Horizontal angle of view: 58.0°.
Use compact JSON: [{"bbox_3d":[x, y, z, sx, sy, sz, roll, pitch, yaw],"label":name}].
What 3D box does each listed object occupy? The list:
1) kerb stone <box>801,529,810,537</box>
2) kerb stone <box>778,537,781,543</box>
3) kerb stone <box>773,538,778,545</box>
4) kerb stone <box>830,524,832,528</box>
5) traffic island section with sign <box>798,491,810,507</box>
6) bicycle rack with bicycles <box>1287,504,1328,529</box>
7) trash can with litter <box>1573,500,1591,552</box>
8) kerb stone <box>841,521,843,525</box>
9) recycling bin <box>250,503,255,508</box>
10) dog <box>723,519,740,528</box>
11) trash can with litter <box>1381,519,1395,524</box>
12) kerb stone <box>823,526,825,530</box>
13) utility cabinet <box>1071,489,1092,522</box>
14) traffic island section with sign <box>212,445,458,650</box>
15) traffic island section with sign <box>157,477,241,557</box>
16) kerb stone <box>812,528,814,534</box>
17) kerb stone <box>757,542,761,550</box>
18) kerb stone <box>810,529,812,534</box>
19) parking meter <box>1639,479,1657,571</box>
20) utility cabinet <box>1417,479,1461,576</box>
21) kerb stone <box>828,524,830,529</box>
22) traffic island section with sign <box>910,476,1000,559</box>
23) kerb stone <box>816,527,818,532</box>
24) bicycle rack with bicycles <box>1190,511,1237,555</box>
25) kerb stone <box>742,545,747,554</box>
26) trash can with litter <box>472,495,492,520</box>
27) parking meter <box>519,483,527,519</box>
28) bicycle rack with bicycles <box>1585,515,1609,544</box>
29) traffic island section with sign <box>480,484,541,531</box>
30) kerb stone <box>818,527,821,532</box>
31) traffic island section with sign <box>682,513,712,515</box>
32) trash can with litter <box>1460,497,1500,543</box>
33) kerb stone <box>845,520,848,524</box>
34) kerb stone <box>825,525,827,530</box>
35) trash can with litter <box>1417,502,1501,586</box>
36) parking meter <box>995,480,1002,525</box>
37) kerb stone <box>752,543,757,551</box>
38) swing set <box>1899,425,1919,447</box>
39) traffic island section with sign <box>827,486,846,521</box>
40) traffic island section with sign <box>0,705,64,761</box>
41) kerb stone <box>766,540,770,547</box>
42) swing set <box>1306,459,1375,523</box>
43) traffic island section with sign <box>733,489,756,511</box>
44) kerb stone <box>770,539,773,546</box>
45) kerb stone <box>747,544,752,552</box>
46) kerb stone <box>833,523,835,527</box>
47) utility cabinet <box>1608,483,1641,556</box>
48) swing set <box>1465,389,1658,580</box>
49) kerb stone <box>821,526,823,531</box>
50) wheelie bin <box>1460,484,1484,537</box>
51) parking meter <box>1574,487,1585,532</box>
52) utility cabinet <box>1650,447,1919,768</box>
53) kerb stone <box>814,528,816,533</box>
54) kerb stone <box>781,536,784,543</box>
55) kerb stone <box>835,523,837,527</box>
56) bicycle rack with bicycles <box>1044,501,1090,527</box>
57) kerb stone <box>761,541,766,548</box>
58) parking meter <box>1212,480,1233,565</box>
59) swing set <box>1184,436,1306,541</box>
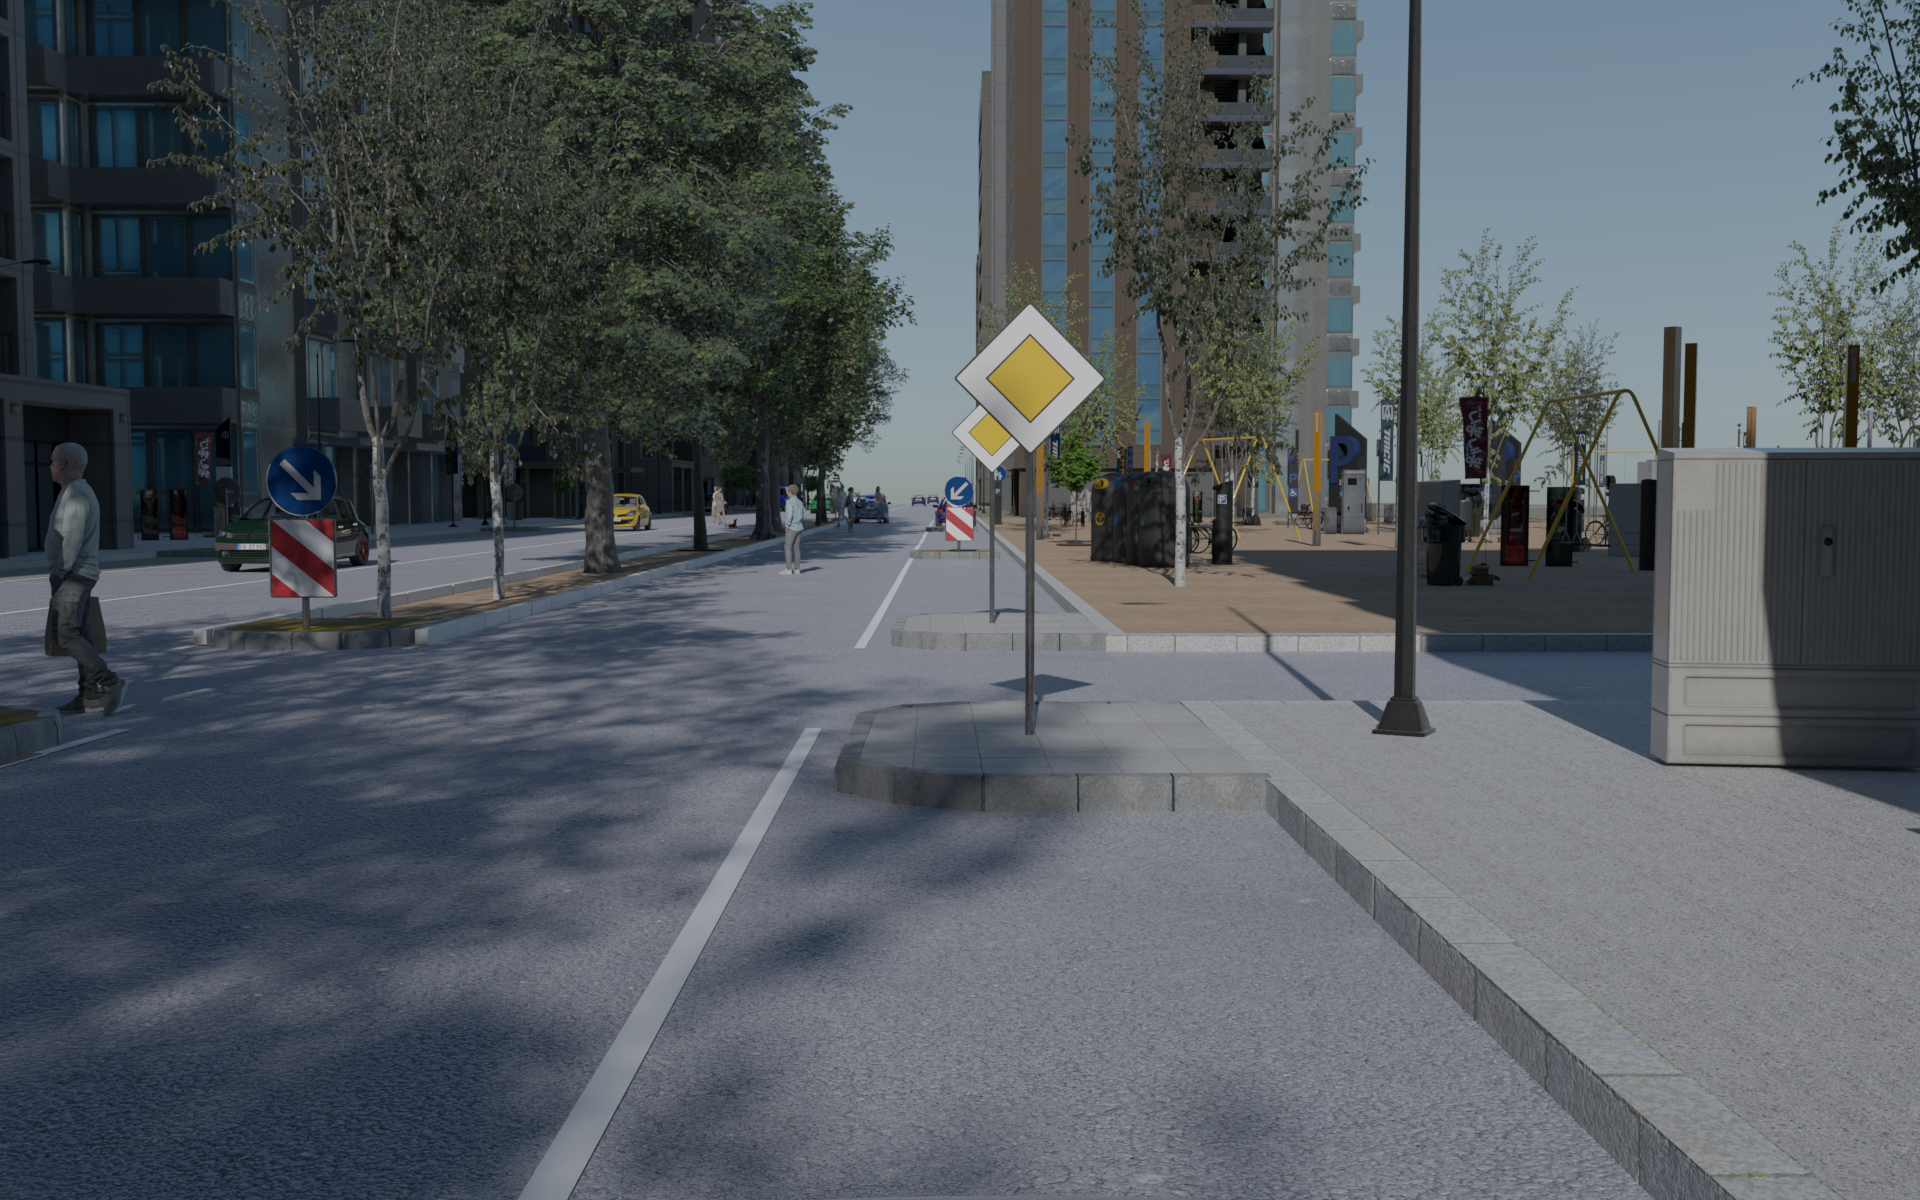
[{"bbox_3d":[-5.391,-2.304,59.917,0.120,0.150,1.000,0,4,0],"label":"kerb stone"},{"bbox_3d":[-5.320,-1.676,49.677,0.120,0.150,1.000,0,4,0],"label":"kerb stone"},{"bbox_3d":[-5.304,-1.618,48.654,0.120,0.150,1.000,0,4,0],"label":"kerb stone"},{"bbox_3d":[-5.470,-2.994,71.224,0.120,0.150,1.000,0,4,0],"label":"kerb stone"},{"bbox_3d":[-18.166,-11.577,197.911,1.989,1.847,2.006,0,4,0],"label":"traffic island section with sign"},{"bbox_3d":[13.629,-3.122,64.420,2.925,0.926,2.852,-1,4,-17],"label":"bicycle rack with bicycles"},{"bbox_3d":[13.654,-1.664,38.600,0.624,1.170,1.055,3,5,40],"label":"trash can with litter"},{"bbox_3d":[-5.510,-3.436,78.411,0.120,0.150,1.000,0,4,0],"label":"kerb stone"},{"bbox_3d":[-19.433,-2.198,48.487,0.722,1.027,0.722,-1,4,-14],"label":"recycling bin"},{"bbox_3d":[-9.578,-3.205,72.600,0.748,0.427,0.550,3,4,38],"label":"dog"},{"bbox_3d":[18.647,-3.858,74.133,1.678,1.210,2.233,1,4,21],"label":"trash can with litter"},{"bbox_3d":[-5.443,-2.747,67.112,0.120,0.150,1.000,0,4,0],"label":"kerb stone"},{"bbox_3d":[5.575,-4.324,79.374,0.318,1.500,1.173,-3,4,-36],"label":"utility cabinet"},{"bbox_3d":[-6.159,-0.533,16.855,2.006,1.907,1.989,0,4,0],"label":"traffic island section with sign"},{"bbox_3d":[-17.107,-1.915,39.941,1.989,1.847,2.006,0,4,0],"label":"traffic island section with sign"},{"bbox_3d":[-5.404,-2.433,61.967,0.120,0.150,1.000,0,4,0],"label":"kerb stone"},{"bbox_3d":[-5.293,-1.367,44.549,0.120,0.150,1.000,0,4,0],"label":"kerb stone"},{"bbox_3d":[-5.394,-2.370,60.944,0.120,0.150,1.000,0,4,0],"label":"kerb stone"},{"bbox_3d":[11.633,-1.267,29.122,0.372,1.533,0.369,0,3,0],"label":"parking meter"},{"bbox_3d":[7.328,-1.099,26.642,0.318,1.500,1.173,0,4,-4],"label":"utility cabinet"},{"bbox_3d":[-5.457,-2.936,70.199,0.120,0.150,1.000,0,4,0],"label":"kerb stone"},{"bbox_3d":[-0.130,-1.857,38.984,1.989,1.847,2.006,0,4,0],"label":"traffic island section with sign"},{"bbox_3d":[-5.429,-2.558,64.022,0.120,0.150,1.000,0,4,0],"label":"kerb stone"},{"bbox_3d":[4.543,-1.465,37.337,2.925,0.926,2.852,0,4,-6],"label":"bicycle rack with bicycles"},{"bbox_3d":[-5.269,-1.174,41.471,0.120,0.150,1.000,0,4,0],"label":"kerb stone"},{"bbox_3d":[-24.009,-4.701,87.920,1.678,1.210,2.233,-2,4,-34],"label":"trash can with litter"},{"bbox_3d":[-22.676,-5.140,89.752,0.399,1.863,0.255,1,4,15],"label":"parking meter"},{"bbox_3d":[16.897,-1.792,42.677,2.925,0.926,2.852,0,4,3],"label":"bicycle rack with bicycles"},{"bbox_3d":[-17.294,-3.564,66.896,1.989,1.847,2.006,0,4,0],"label":"traffic island section with sign"},{"bbox_3d":[-5.423,-2.621,65.044,0.120,0.150,1.000,0,4,0],"label":"kerb stone"},{"bbox_3d":[-17.632,-6.626,116.969,1.989,1.847,2.006,0,4,0],"label":"traffic island section with sign"},{"bbox_3d":[13.650,-2.116,45.656,2.233,1.210,1.678,0,4,-7],"label":"trash can with litter"},{"bbox_3d":[-5.561,-3.748,83.542,0.120,0.150,1.000,0,4,0],"label":"kerb stone"},{"bbox_3d":[-5.447,-2.805,68.151,0.120,0.150,1.000,0,4,0],"label":"kerb stone"},{"bbox_3d":[7.030,-0.797,24.422,1.055,1.170,0.624,0,4,-8],"label":"trash can with litter"},{"bbox_3d":[1.530,-4.081,72.437,0.399,1.863,0.255,-1,4,-13],"label":"parking meter"},{"bbox_3d":[-5.284,-1.302,43.527,0.120,0.150,1.000,0,4,0],"label":"kerb stone"},{"bbox_3d":[21.614,-2.479,38.152,2.862,2.851,3.119,0,4,4],"label":"swing set"},{"bbox_3d":[-6.672,-5.129,91.991,2.006,1.907,1.989,0,4,0],"label":"traffic island section with sign"},{"bbox_3d":[-6.119,-0.080,9.448,2.006,1.907,1.989,0,4,0],"label":"traffic island section with sign"},{"bbox_3d":[-5.300,-1.493,46.608,0.120,0.150,1.000,0,4,0],"label":"kerb stone"},{"bbox_3d":[16.584,-4.896,77.662,3.119,2.851,2.862,-1,4,-12],"label":"swing set"},{"bbox_3d":[-17.813,-8.288,144.140,1.989,1.847,2.006,0,4,0],"label":"traffic island section with sign"},{"bbox_3d":[-5.313,-1.550,47.632,0.120,0.150,1.000,0,4,0],"label":"kerb stone"},{"bbox_3d":[-5.274,-1.239,42.505,0.120,0.150,1.000,0,4,0],"label":"kerb stone"},{"bbox_3d":[-5.479,-3.123,73.281,0.120,0.150,1.000,0,4,0],"label":"kerb stone"},{"bbox_3d":[13.990,-1.649,35.636,1.173,1.500,0.318,2,4,28],"label":"utility cabinet"},{"bbox_3d":[9.814,-1.798,27.025,2.862,2.851,3.119,0,4,-2],"label":"swing set"},{"bbox_3d":[-5.433,-2.684,66.074,0.120,0.150,1.000,0,4,0],"label":"kerb stone"},{"bbox_3d":[15.291,-2.691,51.900,0.980,1.594,0.693,0,3,0],"label":"wheelie bin"},{"bbox_3d":[20.915,-3.066,58.548,0.372,1.533,0.369,0,3,0],"label":"parking meter"},{"bbox_3d":[3.913,0.033,8.138,1.173,1.500,0.318,0,4,8],"label":"utility cabinet"},{"bbox_3d":[-5.417,-2.496,62.997,0.120,0.150,1.000,0,4,0],"label":"kerb stone"},{"bbox_3d":[-5.331,-1.742,50.706,0.120,0.150,1.000,0,4,0],"label":"kerb stone"},{"bbox_3d":[-5.491,-3.182,74.306,0.120,0.150,1.000,0,4,0],"label":"kerb stone"},{"bbox_3d":[3.823,-3.328,67.787,2.852,0.926,2.925,0,4,6],"label":"bicycle rack with bicycles"},{"bbox_3d":[-5.294,-1.430,45.575,0.120,0.150,1.000,0,4,0],"label":"kerb stone"},{"bbox_3d":[4.769,-1.410,31.463,0.372,1.533,0.369,0,3,0],"label":"parking meter"},{"bbox_3d":[7.421,-3.096,48.244,2.862,2.851,3.119,-2,4,-27],"label":"swing set"}]
